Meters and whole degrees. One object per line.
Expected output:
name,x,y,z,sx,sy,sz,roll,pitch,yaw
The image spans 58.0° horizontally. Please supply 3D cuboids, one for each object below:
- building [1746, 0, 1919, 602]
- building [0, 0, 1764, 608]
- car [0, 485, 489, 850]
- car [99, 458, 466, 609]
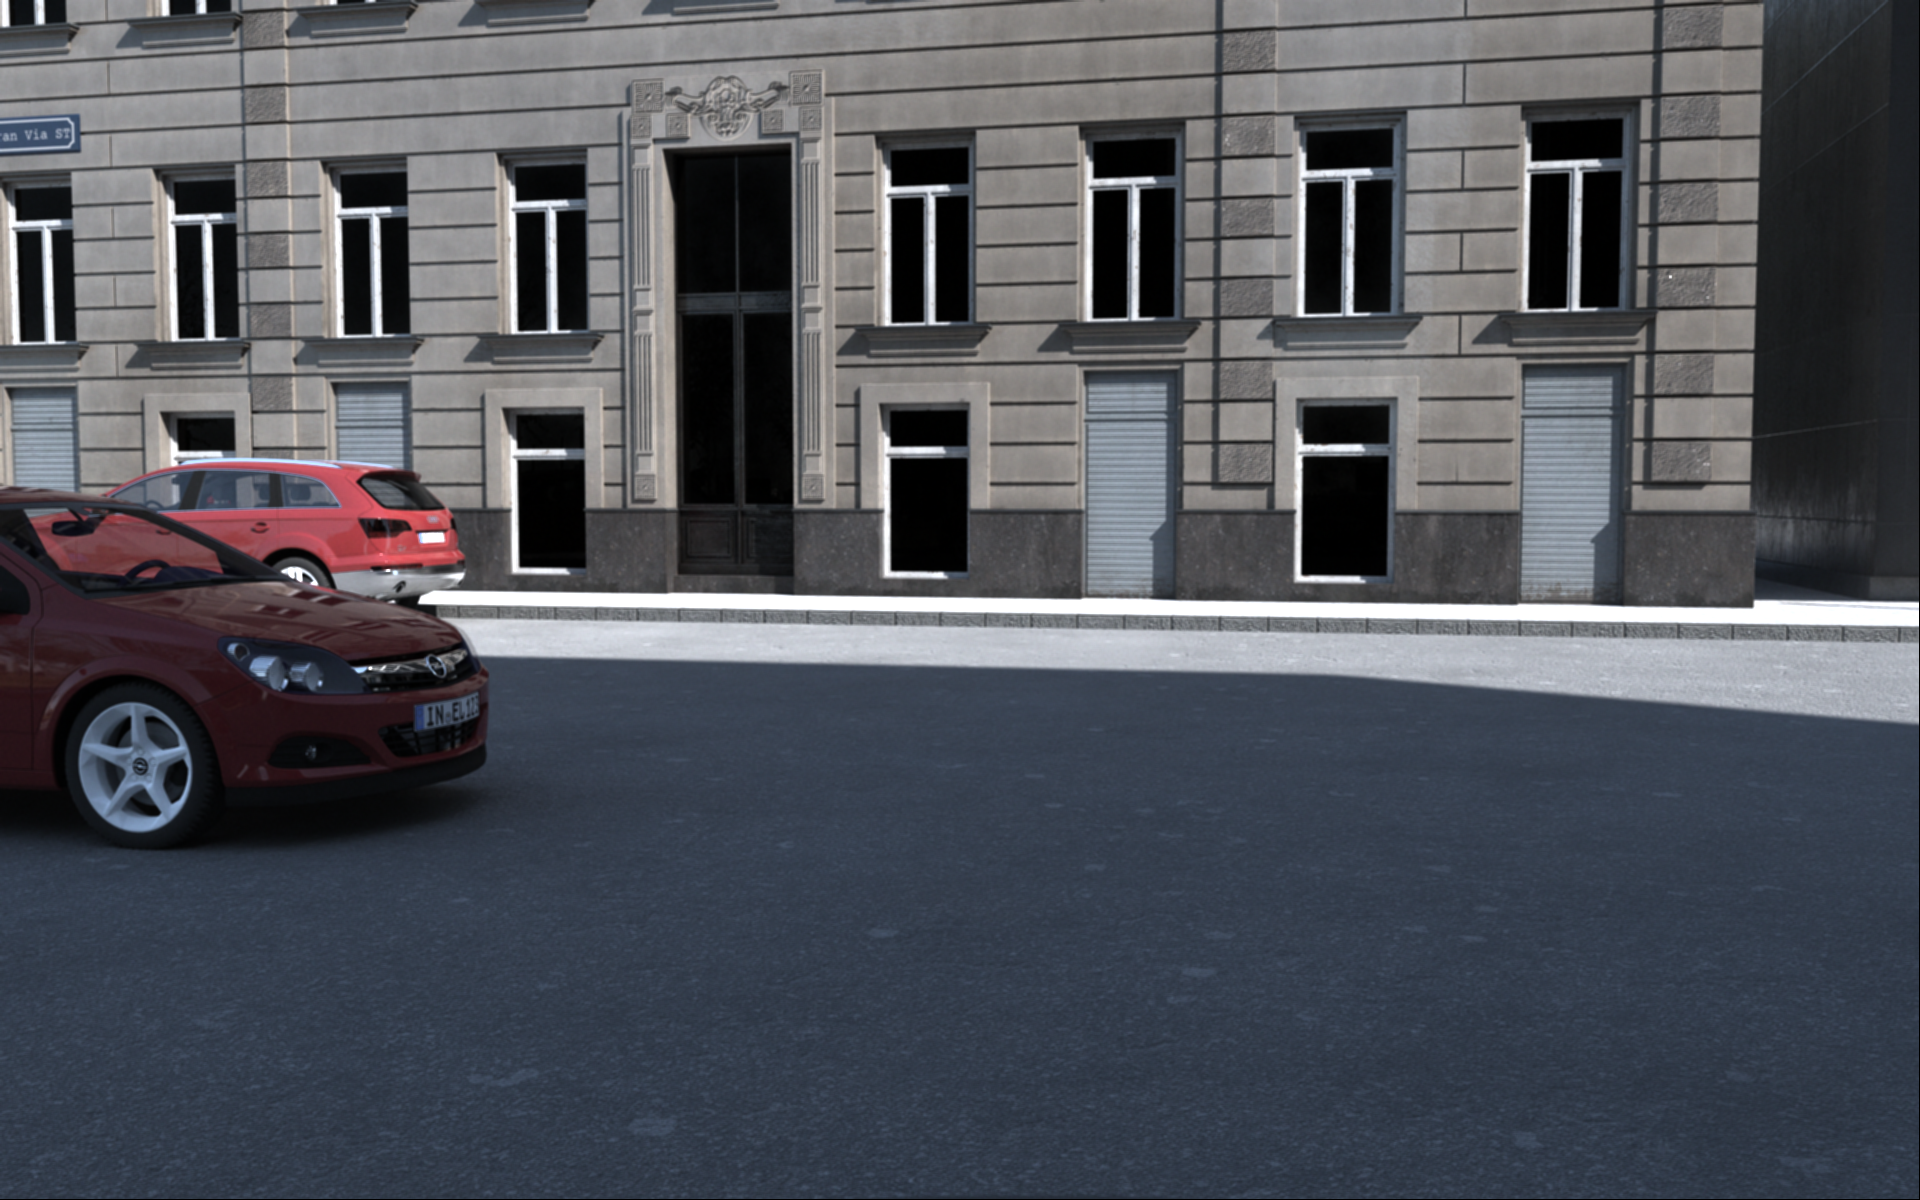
building,26.615,-12.413,22.021,30.058,24.678,14.314,1,4,12
building,-1.714,-14.033,26.700,25.104,27.353,12.463,1,4,12
car,-4.380,0.060,8.060,4.494,1.783,2.155,1,4,13
car,-8.189,-0.643,19.188,5.304,1.827,2.281,1,4,11
